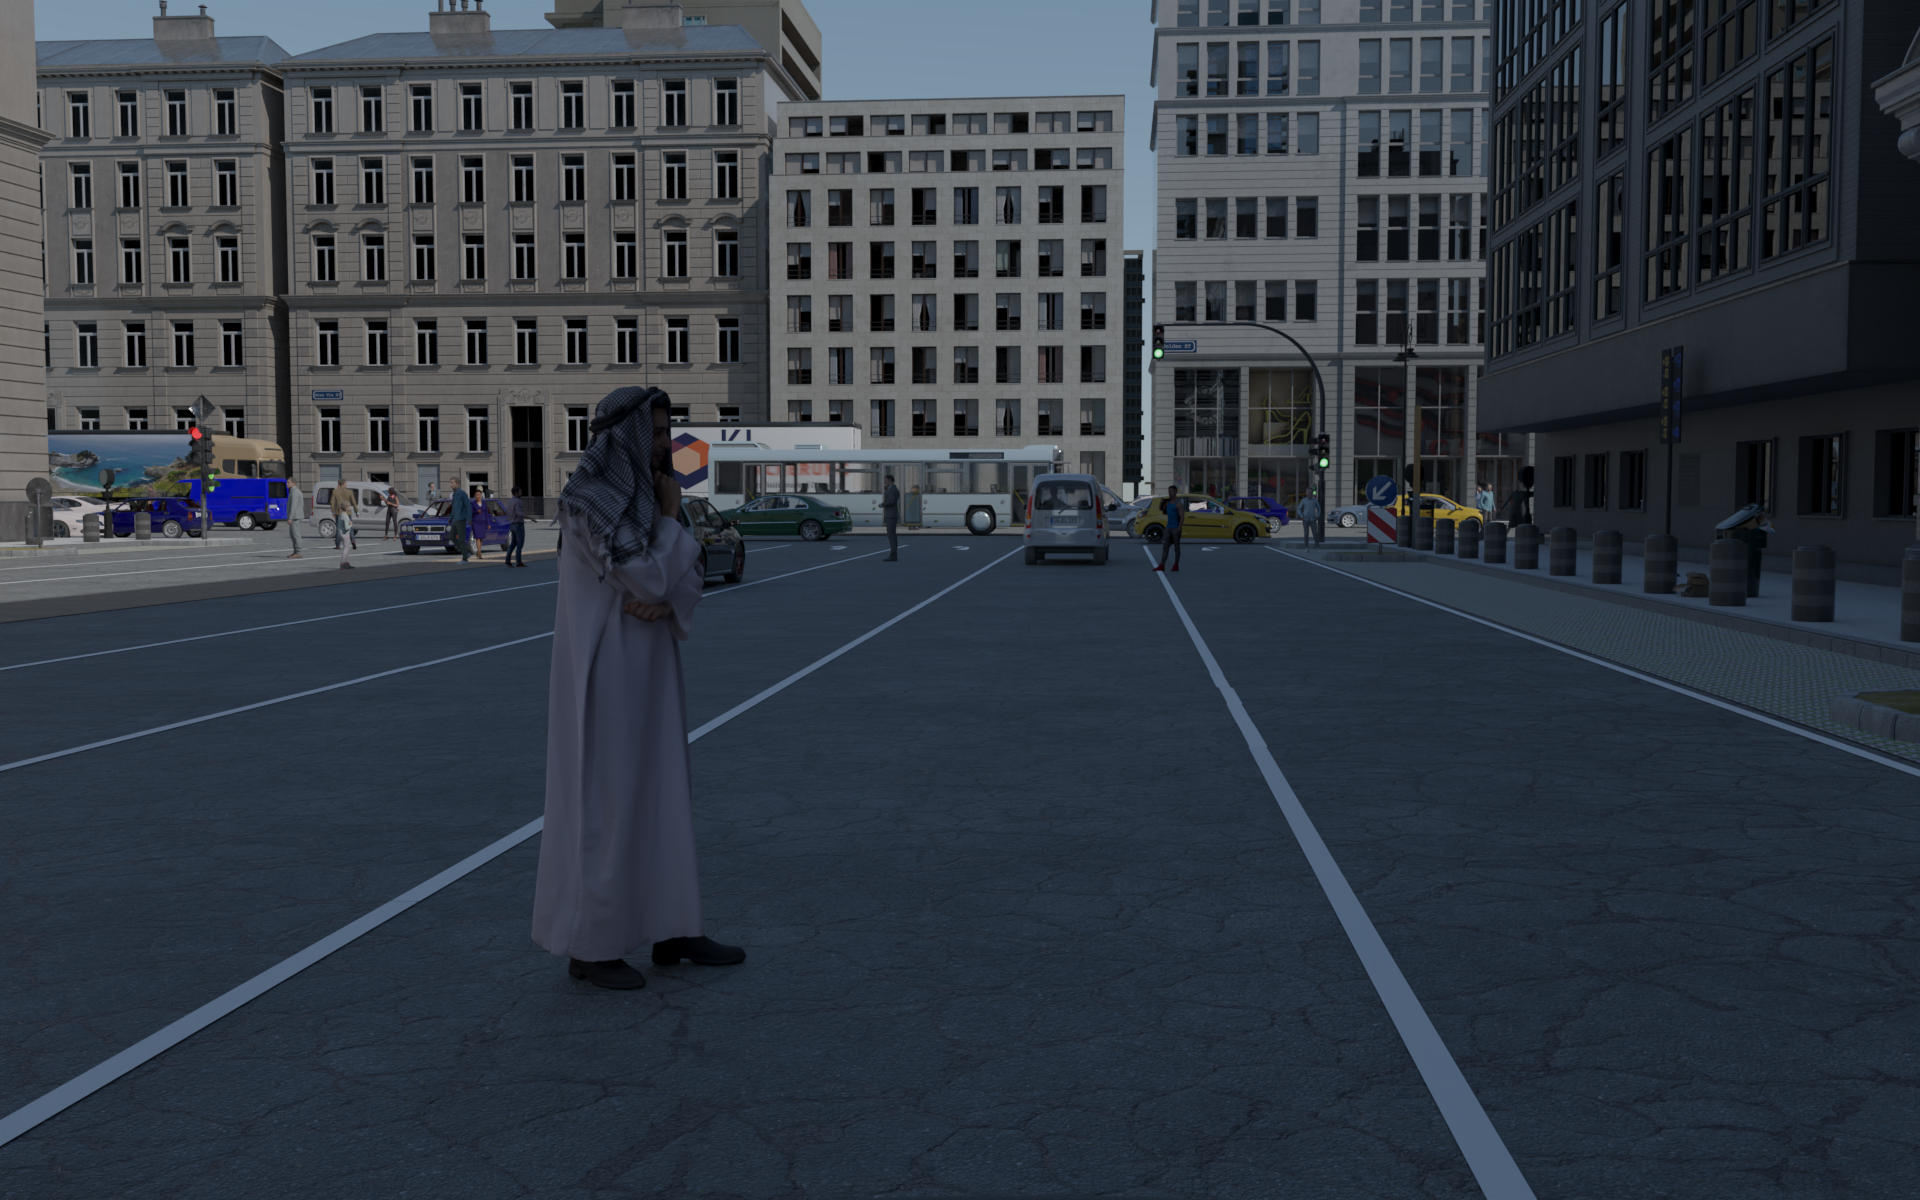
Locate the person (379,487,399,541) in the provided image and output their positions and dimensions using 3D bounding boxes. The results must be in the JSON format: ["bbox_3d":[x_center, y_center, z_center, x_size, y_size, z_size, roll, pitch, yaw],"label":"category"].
[{"bbox_3d":[-17.547,-2.648,53.258,0.593,1.643,0.415,-1,4,-12],"label":"person"}]

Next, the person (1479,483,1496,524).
[{"bbox_3d":[18.415,-3.187,60.631,0.660,1.820,0.620,-3,4,-37],"label":"person"}]

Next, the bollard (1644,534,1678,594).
[{"bbox_3d":[9.057,-0.469,22.382,0.404,0.777,0.398,0,3,0],"label":"bollard"}]

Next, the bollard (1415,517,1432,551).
[{"bbox_3d":[10.588,-1.513,39.455,0.404,0.777,0.398,0,3,0],"label":"bollard"}]

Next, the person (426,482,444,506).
[{"bbox_3d":[-17.940,-3.120,59.312,0.655,1.846,0.447,-2,4,-26],"label":"person"}]

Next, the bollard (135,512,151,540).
[{"bbox_3d":[-22.897,-2.068,48.524,0.404,0.777,0.398,0,3,0],"label":"bollard"}]

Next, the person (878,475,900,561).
[{"bbox_3d":[-1.532,-1.761,37.095,0.447,1.846,0.655,0,4,4],"label":"person"}]

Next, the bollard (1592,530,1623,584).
[{"bbox_3d":[9.280,-0.618,24.818,0.404,0.777,0.398,0,3,0],"label":"bollard"}]

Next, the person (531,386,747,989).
[{"bbox_3d":[-0.951,0.251,5.071,0.621,1.740,0.551,0,4,-4],"label":"person"}]

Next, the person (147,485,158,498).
[{"bbox_3d":[-32.432,-3.722,69.491,0.434,1.807,0.598,1,4,14],"label":"person"}]

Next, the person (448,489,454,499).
[{"bbox_3d":[-18.710,-3.357,64.326,0.756,1.711,0.436,3,5,40],"label":"person"}]

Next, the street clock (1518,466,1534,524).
[{"bbox_3d":[14.524,-2.430,44.300,0.471,2.002,0.358,-1,4,-10],"label":"street clock"}]

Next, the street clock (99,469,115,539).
[{"bbox_3d":[-24.556,-2.772,49.894,0.471,2.002,0.358,2,4,35],"label":"street clock"}]

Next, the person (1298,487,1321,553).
[{"bbox_3d":[8.517,-1.950,42.201,0.589,1.601,0.330,1,4,15],"label":"person"}]

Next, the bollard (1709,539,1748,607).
[{"bbox_3d":[8.840,-0.319,19.925,0.404,0.777,0.398,0,3,0],"label":"bollard"}]

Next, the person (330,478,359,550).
[{"bbox_3d":[-15.865,-2.219,44.694,0.836,1.842,0.656,2,4,35],"label":"person"}]

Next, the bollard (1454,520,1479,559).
[{"bbox_3d":[10.154,-1.215,34.579,0.404,0.777,0.398,0,3,0],"label":"bollard"}]

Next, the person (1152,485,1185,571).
[{"bbox_3d":[3.893,-1.338,32.239,0.647,1.594,0.662,3,5,43],"label":"person"}]

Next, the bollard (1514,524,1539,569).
[{"bbox_3d":[9.716,-0.916,29.692,0.404,0.777,0.398,0,3,0],"label":"bollard"}]

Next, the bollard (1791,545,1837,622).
[{"bbox_3d":[8.620,-0.169,17.488,0.404,0.777,0.398,0,3,0],"label":"bollard"}]

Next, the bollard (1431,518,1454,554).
[{"bbox_3d":[10.369,-1.364,37.018,0.404,0.777,0.398,0,3,0],"label":"bollard"}]

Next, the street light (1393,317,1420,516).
[{"bbox_3d":[11.646,-4.440,45.387,0.468,5.910,1.993,0,4,5],"label":"street light"}]

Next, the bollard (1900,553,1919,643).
[{"bbox_3d":[8.405,-0.020,15.049,0.404,0.777,0.398,0,3,0],"label":"bollard"}]

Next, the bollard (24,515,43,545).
[{"bbox_3d":[-23.335,-1.769,43.636,0.404,0.777,0.398,0,3,0],"label":"bollard"}]

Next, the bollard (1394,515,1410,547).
[{"bbox_3d":[10.808,-1.663,41.914,0.404,0.777,0.398,0,3,0],"label":"bollard"}]

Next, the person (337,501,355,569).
[{"bbox_3d":[-11.698,-1.237,33.002,0.425,1.301,0.394,3,4,38],"label":"person"}]

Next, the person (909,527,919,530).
[{"bbox_3d":[-1.778,-3.653,68.681,0.568,1.767,0.683,1,4,11],"label":"person"}]

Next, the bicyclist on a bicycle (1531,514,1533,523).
[{"bbox_3d":[23.254,-3.608,69.007,1.625,1.676,1.499,0,4,6],"label":"bicyclist on a bicycle"}]

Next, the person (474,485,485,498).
[{"bbox_3d":[-20.700,-4.020,74.412,0.709,1.800,0.728,1,4,21],"label":"person"}]

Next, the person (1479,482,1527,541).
[{"bbox_3d":[16.455,-2.665,52.282,0.699,1.804,1.509,-3,5,-42],"label":"person"}]

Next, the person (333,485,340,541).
[{"bbox_3d":[-18.787,-2.656,52.470,0.434,1.755,0.990,-3,5,-41],"label":"person"}]

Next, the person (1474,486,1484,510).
[{"bbox_3d":[22.730,-4.079,75.453,0.793,1.790,0.793,-2,4,-28],"label":"person"}]

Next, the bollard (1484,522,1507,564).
[{"bbox_3d":[9.933,-1.065,32.137,0.404,0.777,0.398,0,3,0],"label":"bollard"}]

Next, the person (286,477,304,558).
[{"bbox_3d":[-14.912,-1.850,38.841,0.391,1.810,0.635,-1,4,-21],"label":"person"}]

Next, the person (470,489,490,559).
[{"bbox_3d":[-10.481,-1.656,37.943,0.546,1.535,0.453,3,4,37],"label":"person"}]

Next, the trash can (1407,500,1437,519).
[{"bbox_3d":[11.493,-1.925,43.129,0.748,1.137,0.748,0,3,0],"label":"trash can"}]

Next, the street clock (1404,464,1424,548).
[{"bbox_3d":[10.760,-2.231,41.053,0.471,2.002,0.358,-3,4,-38],"label":"street clock"}]

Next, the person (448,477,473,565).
[{"bbox_3d":[-10.091,-1.602,35.036,0.444,1.785,0.601,-2,4,-34],"label":"person"}]

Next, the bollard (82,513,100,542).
[{"bbox_3d":[-23.113,-1.918,46.073,0.404,0.777,0.398,0,3,0],"label":"bollard"}]

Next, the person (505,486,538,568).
[{"bbox_3d":[-8.551,-1.410,33.506,0.963,1.587,0.435,3,5,45],"label":"person"}]

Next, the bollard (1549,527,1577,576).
[{"bbox_3d":[9.494,-0.767,27.256,0.404,0.777,0.398,0,3,0],"label":"bollard"}]
